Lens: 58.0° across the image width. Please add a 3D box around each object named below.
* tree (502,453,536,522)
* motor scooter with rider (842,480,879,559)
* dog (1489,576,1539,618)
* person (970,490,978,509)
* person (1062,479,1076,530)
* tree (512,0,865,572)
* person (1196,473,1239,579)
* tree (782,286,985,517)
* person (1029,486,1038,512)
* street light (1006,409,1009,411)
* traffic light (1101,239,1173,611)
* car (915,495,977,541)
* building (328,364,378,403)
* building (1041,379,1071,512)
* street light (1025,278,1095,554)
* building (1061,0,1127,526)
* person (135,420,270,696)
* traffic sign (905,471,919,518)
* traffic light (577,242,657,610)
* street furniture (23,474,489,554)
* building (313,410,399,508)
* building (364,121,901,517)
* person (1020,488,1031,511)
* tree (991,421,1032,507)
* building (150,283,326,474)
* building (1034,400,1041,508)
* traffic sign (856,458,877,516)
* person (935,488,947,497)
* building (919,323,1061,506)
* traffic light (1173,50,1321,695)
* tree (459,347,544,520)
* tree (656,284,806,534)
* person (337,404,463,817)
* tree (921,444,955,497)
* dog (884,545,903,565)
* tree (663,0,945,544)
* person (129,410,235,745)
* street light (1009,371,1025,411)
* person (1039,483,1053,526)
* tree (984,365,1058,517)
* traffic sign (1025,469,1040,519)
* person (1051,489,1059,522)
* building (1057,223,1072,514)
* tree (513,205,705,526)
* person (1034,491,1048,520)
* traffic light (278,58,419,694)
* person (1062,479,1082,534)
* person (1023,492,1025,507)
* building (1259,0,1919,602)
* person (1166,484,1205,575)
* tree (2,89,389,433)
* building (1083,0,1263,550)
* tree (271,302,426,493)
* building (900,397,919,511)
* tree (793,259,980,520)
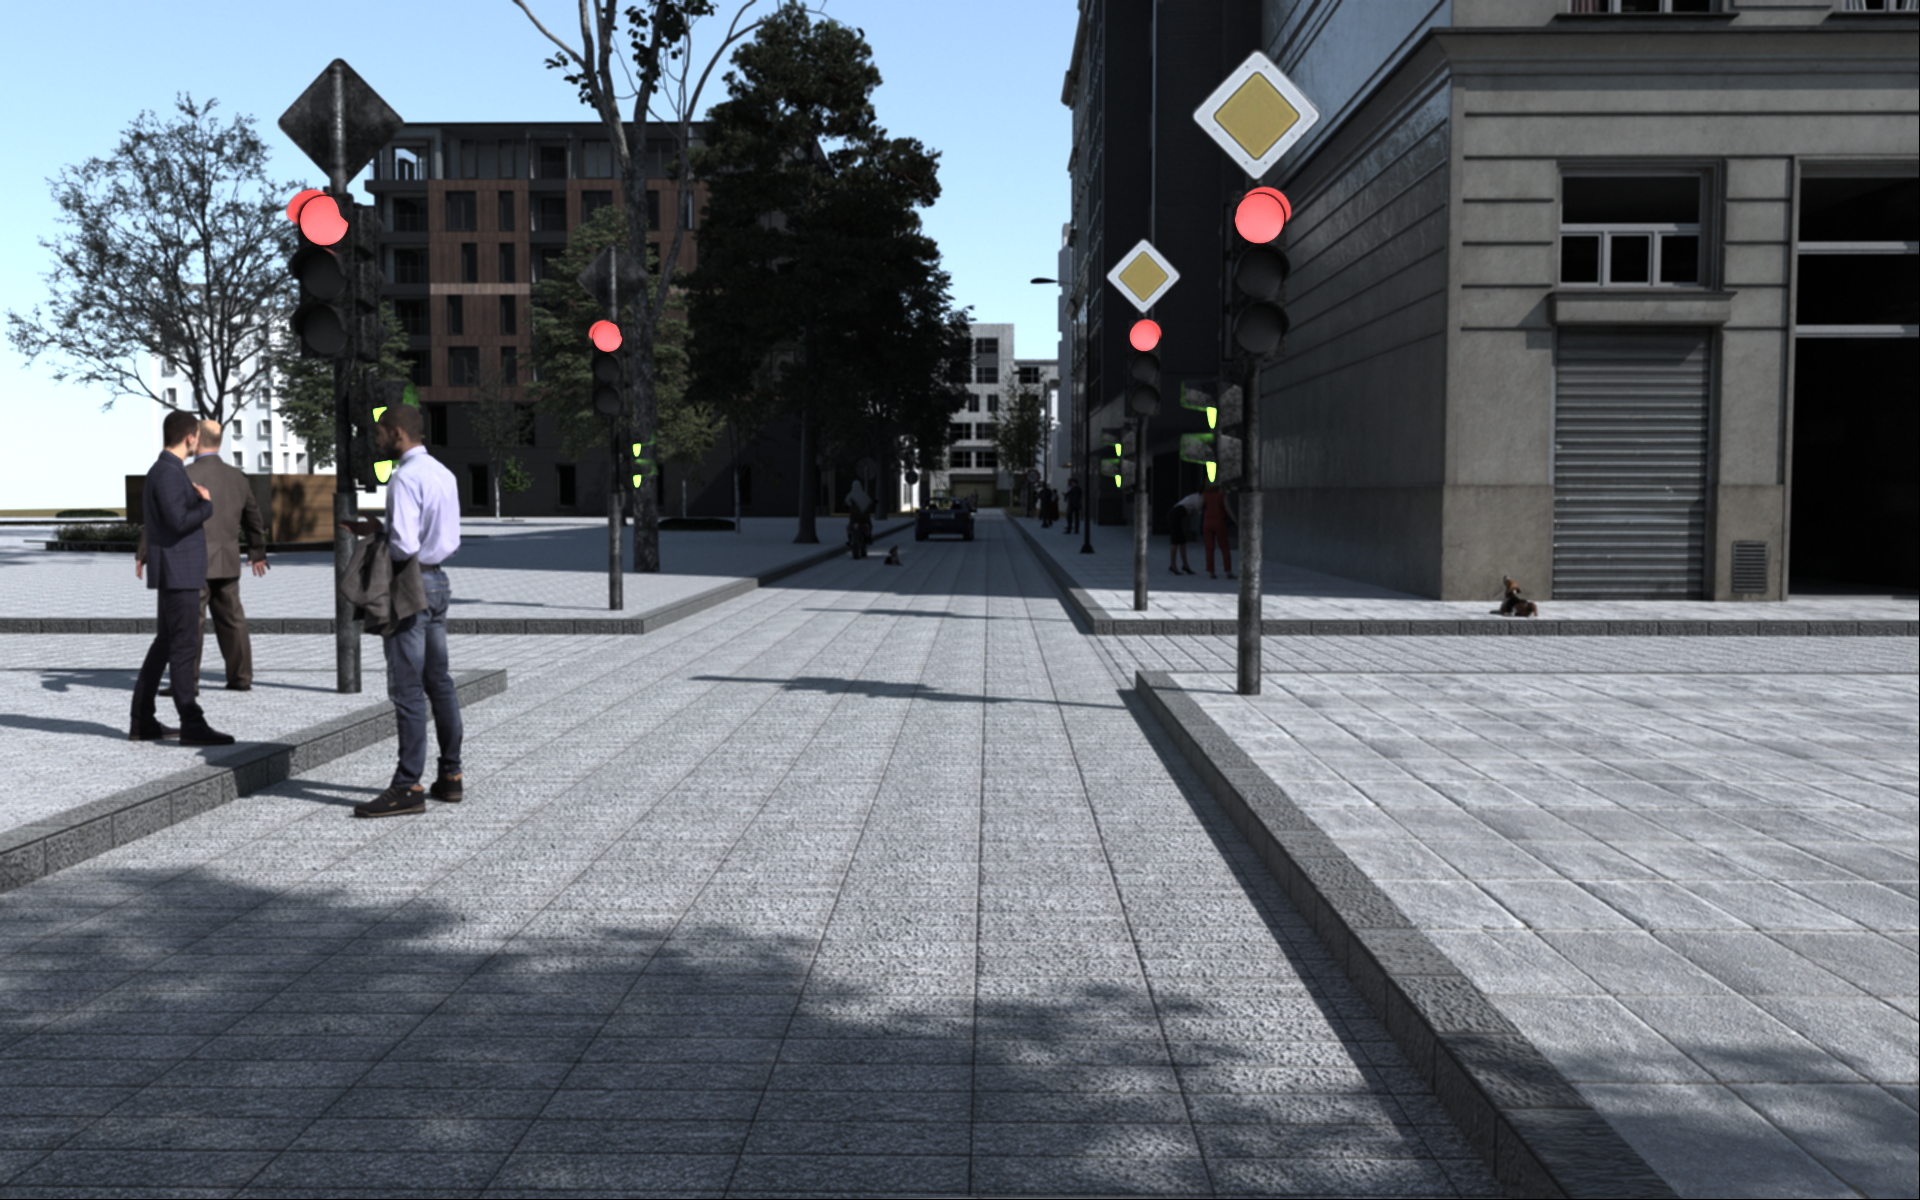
[{"bbox_3d":[-20.934,-5.273,80.816,1.663,3.219,1.824,0,3,0],"label":"tree"},{"bbox_3d":[-2.205,-1.809,38.544,0.876,1.779,1.986,0,4,3],"label":"motor scooter with rider"},{"bbox_3d":[5.825,-0.033,18.270,0.550,0.427,0.748,2,4,26],"label":"dog"},{"bbox_3d":[1.014,-7.448,130.730,0.683,1.767,0.568,-3,4,-36],"label":"person"},{"bbox_3d":[3.963,-3.456,62.418,0.599,1.838,0.709,-3,5,-41],"label":"person"},{"bbox_3d":[-6.205,-10.463,26.966,12.611,20.169,13.585,0,3,0],"label":"tree"},{"bbox_3d":[3.899,-1.132,26.252,0.444,1.614,0.593,-3,5,-43],"label":"person"},{"bbox_3d":[-3.472,-8.153,67.714,7.601,10.594,8.767,3,5,43],"label":"tree"},{"bbox_3d":[5.393,-7.411,126.836,1.348,1.869,0.705,1,4,17],"label":"person"},{"bbox_3d":[3.182,-7.435,94.107,1.470,5.913,1.316,0,4,1],"label":"street light"},{"bbox_3d":[1.971,-1.818,18.971,0.839,4.213,0.868,0,4,1],"label":"traffic light"},{"bbox_3d":[-0.454,-2.535,54.031,1.945,1.354,3.894,0,4,2],"label":"car"},{"bbox_3d":[-62.206,-19.751,189.381,31.486,18.905,16.747,0,4,1],"label":"building"},{"bbox_3d":[11.090,-11.276,126.510,9.099,9.664,28.070,0,4,1],"label":"building"},{"bbox_3d":[2.213,-3.964,37.357,1.470,5.913,1.316,0,4,1],"label":"street light"},{"bbox_3d":[11.437,-17.380,81.423,12.463,27.353,25.104,0,4,1],"label":"building"},{"bbox_3d":[-4.881,-0.277,11.131,0.434,1.755,0.990,2,4,32],"label":"person"},{"bbox_3d":[-2.626,-5.740,93.952,0.768,2.556,0.104,0,4,5],"label":"traffic sign"},{"bbox_3d":[-3.789,-1.823,19.055,0.839,4.213,0.868,0,4,1],"label":"traffic light"},{"bbox_3d":[-17.878,-2.088,40.986,9.812,1.723,11.010,2,4,30],"label":"street furniture"},{"bbox_3d":[-45.985,-13.612,164.701,28.070,9.664,9.099,0,4,1],"label":"building"},{"bbox_3d":[-18.569,-16.373,111.673,27.936,21.610,32.646,0,4,1],"label":"building"},{"bbox_3d":[5.133,-7.563,129.778,1.350,1.814,0.705,-1,4,-12],"label":"person"},{"bbox_3d":[5.034,-13.357,168.742,4.360,8.622,3.978,0,3,0],"label":"tree"},{"bbox_3d":[-66.341,-18.679,161.819,11.380,20.091,16.016,0,4,1],"label":"building"},{"bbox_3d":[11.476,-12.989,154.525,9.099,9.664,28.070,0,4,1],"label":"building"},{"bbox_3d":[-3.305,-3.746,61.353,0.768,2.556,0.104,0,4,8],"label":"traffic sign"},{"bbox_3d":[-1.895,-9.911,168.068,1.348,1.826,0.705,-1,4,-17],"label":"person"},{"bbox_3d":[-2.656,-19.662,187.930,31.486,18.905,16.747,0,4,1],"label":"building"},{"bbox_3d":[1.833,-1.330,10.987,0.839,4.213,0.868,0,4,1],"label":"traffic light"},{"bbox_3d":[-23.092,-8.329,86.540,4.360,8.622,3.978,0,3,0],"label":"tree"},{"bbox_3d":[-7.034,-6.446,55.752,4.737,8.622,4.395,0,3,0],"label":"tree"},{"bbox_3d":[-2.602,0.029,7.899,0.599,1.838,0.709,0,4,7],"label":"person"},{"bbox_3d":[-2.295,-13.509,171.241,4.360,8.622,3.978,0,3,0],"label":"tree"},{"bbox_3d":[-1.303,-0.910,35.065,0.550,0.427,0.748,1,4,20],"label":"dog"},{"bbox_3d":[-3.709,-8.409,44.908,7.806,13.903,7.818,0,3,0],"label":"tree"},{"bbox_3d":[-4.030,-0.120,8.918,0.530,1.710,0.541,-1,4,-19],"label":"person"},{"bbox_3d":[2.694,-5.690,65.568,1.470,5.913,1.316,0,4,1],"label":"street light"},{"bbox_3d":[3.451,-3.848,69.642,0.565,1.739,0.600,0,4,-5],"label":"person"},{"bbox_3d":[3.644,-9.012,97.712,4.737,8.622,4.395,0,3,0],"label":"tree"},{"bbox_3d":[3.683,-5.366,87.841,0.768,2.556,0.104,0,4,8],"label":"traffic sign"},{"bbox_3d":[4.366,-4.407,80.568,0.523,1.526,0.387,2,4,29],"label":"person"},{"bbox_3d":[14.110,-15.292,106.447,16.016,20.091,11.380,0,4,1],"label":"building"},{"bbox_3d":[-13.915,-9.209,68.693,7.486,12.596,7.792,0,3,0],"label":"tree"},{"bbox_3d":[4.148,-4.815,85.327,0.990,1.755,0.434,1,4,14],"label":"person"},{"bbox_3d":[-3.928,-1.335,11.071,0.839,4.213,0.868,0,4,1],"label":"traffic light"},{"bbox_3d":[3.598,-3.027,55.984,0.568,1.767,0.683,3,5,43],"label":"person"},{"bbox_3d":[6.101,-9.939,168.634,0.705,1.812,1.348,-1,4,-12],"label":"person"},{"bbox_3d":[20.102,-11.848,27.001,30.059,22.955,16.112,0,4,1],"label":"building"},{"bbox_3d":[3.680,-1.127,27.662,0.628,1.438,0.799,3,5,41],"label":"person"},{"bbox_3d":[-22.772,-8.696,52.547,12.009,13.543,11.850,0,3,0],"label":"tree"},{"bbox_3d":[11.769,-14.367,53.965,14.314,24.678,30.058,0,4,1],"label":"building"},{"bbox_3d":[-31.665,-10.439,88.798,7.486,12.596,7.792,0,3,0],"label":"tree"},{"bbox_3d":[-8.457,-12.261,142.622,9.099,9.664,28.070,0,4,1],"label":"building"},{"bbox_3d":[-3.827,-10.964,85.916,9.857,13.997,8.962,0,3,0],"label":"tree"}]
